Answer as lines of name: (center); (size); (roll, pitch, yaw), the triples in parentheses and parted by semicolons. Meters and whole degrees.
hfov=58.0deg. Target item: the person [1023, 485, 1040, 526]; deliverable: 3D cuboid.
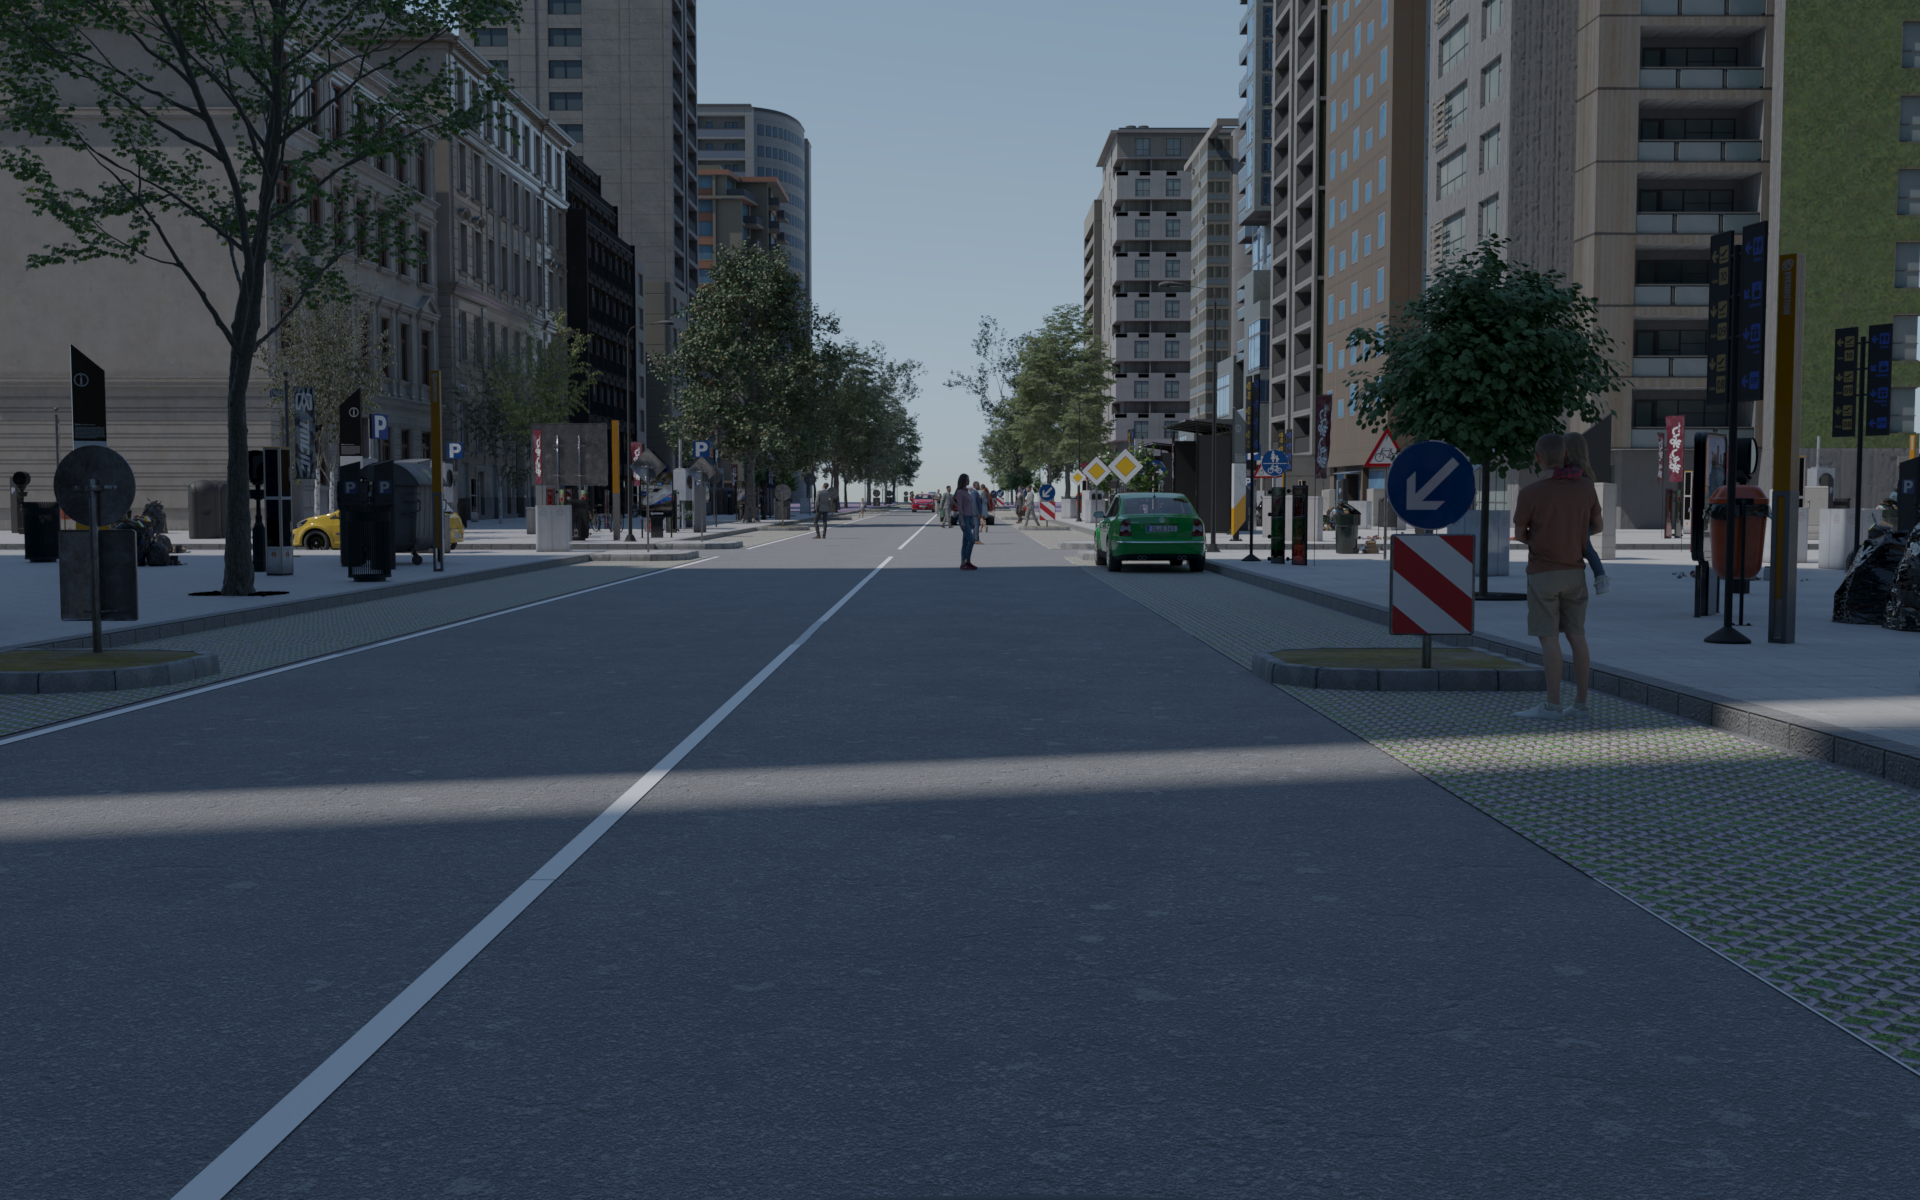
person: (2.944, -3.864, 71.953); (0.850, 1.792, 0.678); (-1, 4, -9)

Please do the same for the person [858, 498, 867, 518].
person: (-5.800, -5.497, 103.397); (0.505, 1.210, 0.382); (-2, 4, -26)

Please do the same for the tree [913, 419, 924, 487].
tree: (-10.251, -17.469, 192.277); (9.857, 13.997, 8.962); (0, 3, 0)

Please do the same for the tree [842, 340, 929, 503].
tree: (-10.459, -22.018, 215.890); (12.611, 20.169, 13.585); (0, 3, 0)

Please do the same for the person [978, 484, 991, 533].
person: (0.902, -3.408, 64.308); (0.616, 1.811, 0.778); (-2, 4, -28)

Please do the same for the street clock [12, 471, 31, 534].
street clock: (-29.857, -3.094, 55.149); (0.471, 2.002, 0.358); (0, 4, 2)

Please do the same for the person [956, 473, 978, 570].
person: (0.113, -1.472, 32.571); (0.388, 1.821, 0.555); (1, 4, 11)

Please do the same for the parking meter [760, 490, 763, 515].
parking meter: (-12.064, -5.983, 106.232); (0.372, 1.533, 0.369); (0, 3, 0)

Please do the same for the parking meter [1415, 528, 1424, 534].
parking meter: (14.625, -3.013, 54.975); (0.399, 1.863, 0.255); (1, 4, 23)

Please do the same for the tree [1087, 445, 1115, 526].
tree: (5.856, -4.542, 68.855); (1.663, 3.219, 1.824); (0, 3, 0)

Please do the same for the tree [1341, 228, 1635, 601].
tree: (6.548, -2.298, 21.285); (4.285, 4.588, 4.351); (0, 3, 0)

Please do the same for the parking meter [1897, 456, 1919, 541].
parking meter: (14.779, -1.295, 26.876); (0.255, 1.863, 0.399); (-1, 4, -21)

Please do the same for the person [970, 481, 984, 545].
person: (0.463, -2.494, 49.453); (0.419, 1.800, 0.721); (0, 4, -5)

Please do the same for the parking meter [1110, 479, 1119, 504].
parking meter: (5.823, -3.641, 65.245); (0.255, 1.863, 0.399); (2, 4, 25)

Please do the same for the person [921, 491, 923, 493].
person: (-5.455, -14.620, 247.552); (0.705, 1.822, 1.348); (-1, 4, -9)

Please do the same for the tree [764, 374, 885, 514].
tree: (-9.659, -11.873, 128.537); (8.767, 10.594, 7.601); (0, 4, 1)

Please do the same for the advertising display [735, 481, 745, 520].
advertising display: (-10.777, -4.872, 84.871); (0.123, 1.923, 0.974); (1, 4, 18)

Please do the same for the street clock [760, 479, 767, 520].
street clock: (-9.664, -4.934, 85.235); (0.358, 2.002, 0.471); (1, 4, 16)

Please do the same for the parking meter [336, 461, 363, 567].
parking meter: (-10.796, -1.523, 30.620); (0.399, 1.863, 0.255); (-2, 4, -25)

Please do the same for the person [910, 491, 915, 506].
person: (-5.609, -12.058, 205.653); (0.705, 1.823, 1.348); (3, 4, 36)

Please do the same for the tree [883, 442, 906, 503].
tree: (-9.179, -17.744, 240.476); (4.737, 8.622, 4.395); (0, 3, 0)

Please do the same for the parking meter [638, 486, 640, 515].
parking meter: (-19.260, -6.003, 103.862); (0.399, 1.863, 0.255); (1, 4, 17)

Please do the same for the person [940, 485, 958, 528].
person: (-0.518, -3.896, 72.472); (0.850, 1.792, 0.678); (3, 5, 40)

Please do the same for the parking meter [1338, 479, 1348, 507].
parking meter: (14.622, -3.698, 66.181); (0.255, 1.863, 0.399); (-1, 4, -17)

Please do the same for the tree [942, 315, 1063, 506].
tree: (4.979, -20.061, 183.885); (12.611, 20.169, 13.585); (0, 3, 0)

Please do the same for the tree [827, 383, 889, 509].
tree: (-10.098, -13.928, 153.470); (9.928, 11.665, 9.643); (0, 3, 0)

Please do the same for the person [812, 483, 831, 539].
person: (-4.451, -2.874, 55.671); (0.592, 1.802, 0.473); (-1, 4, -21)

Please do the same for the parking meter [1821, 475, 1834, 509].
parking meter: (27.117, -2.965, 54.183); (0.399, 1.863, 0.255); (-3, 5, -39)

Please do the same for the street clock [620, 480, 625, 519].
street clock: (-17.524, -5.220, 89.918); (0.358, 2.002, 0.471); (0, 4, -3)

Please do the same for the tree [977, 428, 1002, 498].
tree: (6.213, -20.932, 267.986); (9.928, 11.665, 9.643); (0, 3, 0)

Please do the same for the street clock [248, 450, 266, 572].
street clock: (-11.549, -1.464, 28.514); (0.471, 2.002, 0.358); (0, 4, -2)

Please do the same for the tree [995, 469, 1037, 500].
tree: (5.770, -11.170, 166.349); (4.285, 4.588, 4.351); (0, 3, 0)

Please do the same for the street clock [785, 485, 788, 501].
street clock: (-9.701, -5.582, 95.840); (0.471, 2.002, 0.358); (-1, 4, -12)

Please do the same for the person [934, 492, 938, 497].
person: (-2.967, -13.558, 230.997); (1.217, 1.723, 0.721); (0, 4, -6)

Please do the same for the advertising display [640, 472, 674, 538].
advertising display: (-8.904, -2.791, 50.851); (0.974, 1.923, 0.123); (-1, 4, -14)

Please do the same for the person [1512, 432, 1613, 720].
person: (3.840, -0.156, 11.031); (0.573, 1.828, 0.580); (2, 4, 31)

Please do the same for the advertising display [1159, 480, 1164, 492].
advertising display: (8.883, -4.393, 77.036); (0.123, 1.923, 0.974); (1, 4, 22)

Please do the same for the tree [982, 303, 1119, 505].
tree: (6.108, -11.336, 103.476); (7.486, 12.596, 7.792); (0, 3, 0)

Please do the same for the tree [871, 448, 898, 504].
tree: (-10.224, -17.004, 228.382); (4.360, 8.622, 3.978); (0, 3, 0)

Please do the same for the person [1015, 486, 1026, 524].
person: (2.922, -4.604, 83.743); (0.622, 1.834, 0.822); (2, 4, 35)

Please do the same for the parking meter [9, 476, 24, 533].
parking meter: (-30.903, -3.123, 56.780); (0.399, 1.863, 0.255); (2, 4, 26)

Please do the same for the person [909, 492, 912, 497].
person: (-6.936, -14.555, 247.201); (0.721, 1.743, 1.217); (2, 4, 34)

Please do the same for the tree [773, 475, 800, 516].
tree: (-10.101, -6.426, 99.671); (1.663, 3.219, 1.824); (0, 3, 0)

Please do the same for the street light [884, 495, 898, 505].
street light: (-8.370, -14.263, 205.747); (1.470, 5.913, 1.316); (0, 3, 0)

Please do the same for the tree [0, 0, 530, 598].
tree: (-8.973, -5.863, 21.609); (9.928, 11.665, 9.643); (0, 3, 0)

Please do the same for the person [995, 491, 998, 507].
person: (3.698, -10.425, 179.626); (1.217, 1.739, 0.721); (-2, 4, -24)

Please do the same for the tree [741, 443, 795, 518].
tree: (-10.110, -6.677, 92.883); (4.285, 4.588, 4.351); (0, 3, 0)

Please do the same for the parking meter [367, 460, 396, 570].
parking meter: (-9.820, -1.449, 29.397); (0.399, 1.863, 0.255); (-3, 4, -38)

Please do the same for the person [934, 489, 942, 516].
person: (-1.387, -6.298, 112.018); (0.519, 1.759, 0.362); (0, 4, -7)

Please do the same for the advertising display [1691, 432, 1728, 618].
advertising display: (7.909, -0.799, 18.285); (0.123, 1.923, 0.974); (3, 4, 36)

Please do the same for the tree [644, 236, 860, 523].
tree: (-9.315, -9.790, 77.072); (9.611, 12.733, 9.660); (0, 3, 0)

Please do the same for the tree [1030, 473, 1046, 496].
tree: (6.486, -9.262, 146.043); (1.663, 3.219, 1.824); (0, 3, 0)

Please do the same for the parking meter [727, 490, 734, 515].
parking meter: (-14.063, -5.974, 106.083); (0.372, 1.533, 0.369); (0, 3, 0)

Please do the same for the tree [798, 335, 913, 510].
tree: (-9.816, -14.192, 138.688); (9.857, 13.997, 8.962); (0, 3, 0)

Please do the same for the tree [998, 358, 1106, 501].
tree: (6.222, -11.028, 114.716); (8.767, 10.594, 7.601); (3, 5, 43)

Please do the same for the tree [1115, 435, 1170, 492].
tree: (6.093, -3.819, 57.035); (1.663, 3.219, 1.824); (0, 3, 0)

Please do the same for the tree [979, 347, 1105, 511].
tree: (6.651, -13.024, 129.946); (9.611, 12.733, 9.660); (0, 3, 0)

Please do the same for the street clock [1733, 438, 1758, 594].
street clock: (10.081, -1.086, 22.325); (0.358, 2.002, 0.471); (3, 5, 41)
